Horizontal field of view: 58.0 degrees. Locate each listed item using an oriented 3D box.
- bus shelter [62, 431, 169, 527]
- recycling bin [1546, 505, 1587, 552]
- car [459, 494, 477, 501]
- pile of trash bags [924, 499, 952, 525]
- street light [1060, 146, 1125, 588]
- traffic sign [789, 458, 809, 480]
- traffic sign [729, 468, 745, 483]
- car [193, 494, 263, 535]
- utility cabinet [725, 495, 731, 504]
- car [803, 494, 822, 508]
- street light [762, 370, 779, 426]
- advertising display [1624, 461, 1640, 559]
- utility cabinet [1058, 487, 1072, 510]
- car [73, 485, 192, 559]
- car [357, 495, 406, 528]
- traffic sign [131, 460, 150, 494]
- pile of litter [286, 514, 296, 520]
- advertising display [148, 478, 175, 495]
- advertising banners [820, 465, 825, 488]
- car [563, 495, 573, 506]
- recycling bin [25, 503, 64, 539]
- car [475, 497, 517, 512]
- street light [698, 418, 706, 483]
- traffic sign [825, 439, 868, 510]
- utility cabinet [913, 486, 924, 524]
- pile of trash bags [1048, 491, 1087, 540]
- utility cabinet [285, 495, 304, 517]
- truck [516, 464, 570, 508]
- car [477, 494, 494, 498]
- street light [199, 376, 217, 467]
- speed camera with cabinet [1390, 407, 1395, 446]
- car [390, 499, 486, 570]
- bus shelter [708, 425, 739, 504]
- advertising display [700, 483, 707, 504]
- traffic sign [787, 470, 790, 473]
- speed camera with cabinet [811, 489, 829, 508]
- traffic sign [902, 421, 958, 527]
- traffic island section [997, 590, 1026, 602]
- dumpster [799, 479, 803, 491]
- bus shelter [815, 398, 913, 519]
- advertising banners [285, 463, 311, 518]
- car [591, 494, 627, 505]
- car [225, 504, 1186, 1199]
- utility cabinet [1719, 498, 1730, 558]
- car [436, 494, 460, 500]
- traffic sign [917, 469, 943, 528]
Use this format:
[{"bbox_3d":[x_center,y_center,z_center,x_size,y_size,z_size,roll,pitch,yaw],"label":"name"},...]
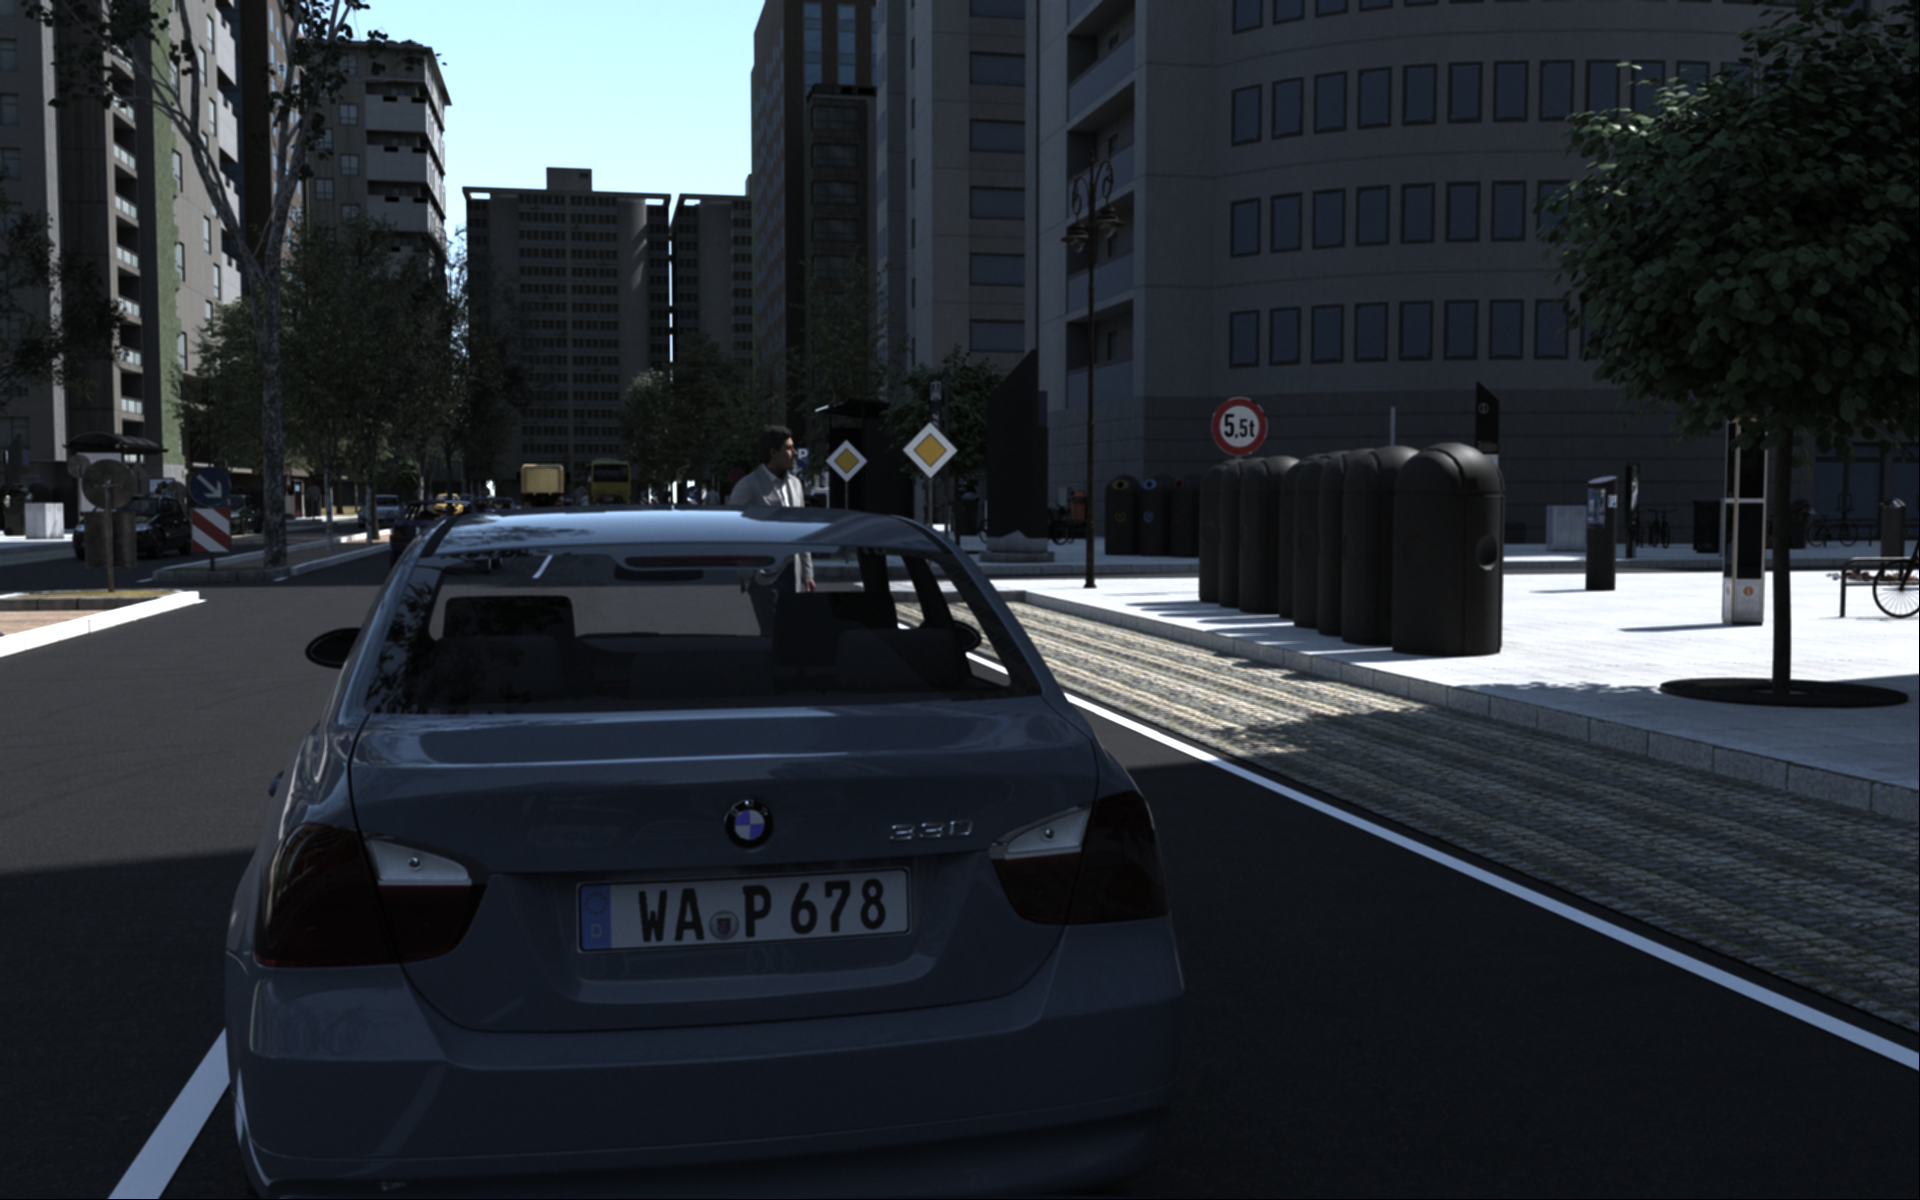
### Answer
[{"bbox_3d":[-28.484,-3.959,58.657,2.014,3.302,5.546,-1,4,-12],"label":"bus shelter"},{"bbox_3d":[13.531,-1.597,38.659,0.722,1.027,0.722,0,4,6],"label":"recycling bin"},{"bbox_3d":[-39.908,-7.855,140.229,2.131,1.459,4.920,-1,4,-13],"label":"car"},{"bbox_3d":[-0.647,-3.937,74.115,3.447,1.369,1.912,2,4,24],"label":"pile of trash bags"},{"bbox_3d":[1.778,-3.102,23.503,0.468,5.910,1.993,-1,4,-12],"label":"street light"},{"bbox_3d":[-5.798,-3.781,61.931,0.768,2.556,0.104,0,4,-8],"label":"traffic sign"},{"bbox_3d":[-10.727,-5.085,83.243,0.768,2.556,0.104,0,4,-4],"label":"traffic sign"},{"bbox_3d":[-25.888,-3.145,61.211,2.009,1.686,4.222,-1,4,-10],"label":"car"},{"bbox_3d":[-12.345,-4.975,92.502,0.306,1.237,1.020,-1,4,-15],"label":"utility cabinet"},{"bbox_3d":[-3.987,-1.838,39.840,2.009,1.686,4.222,-1,4,-11],"label":"car"},{"bbox_3d":[-7.072,-5.624,64.736,0.468,5.910,1.993,-1,4,-12],"label":"street light"},{"bbox_3d":[13.444,-1.801,34.660,0.123,1.923,0.974,2,4,30],"label":"advertising display"},{"bbox_3d":[3.221,-2.729,53.298,0.318,1.500,1.173,1,4,11],"label":"utility cabinet"},{"bbox_3d":[-18.732,-1.807,39.327,2.009,1.686,4.222,-1,4,-10],"label":"car"},{"bbox_3d":[-24.951,-3.843,74.839,2.014,1.417,4.499,-1,4,-14],"label":"car"},{"bbox_3d":[-30.910,-3.983,65.124,0.884,2.594,0.081,0,4,-7],"label":"traffic sign"},{"bbox_3d":[-33.645,-4.429,86.378,1.176,0.858,1.719,0,4,7],"label":"pile of litter"},{"bbox_3d":[-31.536,-3.869,68.469,0.974,1.923,0.123,-1,4,-14],"label":"advertising display"},{"bbox_3d":[-8.693,-6.431,101.329,2.074,3.025,0.090,1,4,14],"label":"advertising banners"},{"bbox_3d":[-39.938,-10.057,177.018,1.945,1.354,3.894,-1,4,-11],"label":"car"},{"bbox_3d":[-26.099,-2.252,49.372,0.722,1.027,0.722,1,4,16],"label":"recycling bin"},{"bbox_3d":[-14.763,-2.591,54.943,1.945,1.354,3.894,-1,4,-14],"label":"car"},{"bbox_3d":[-15.740,-8.108,105.357,0.468,5.910,1.993,-1,4,-12],"label":"street light"},{"bbox_3d":[-2.085,-1.724,31.829,0.795,2.450,0.064,-1,4,-12],"label":"traffic sign"},{"bbox_3d":[-1.307,-2.318,46.573,0.318,1.500,1.173,-2,4,-24],"label":"utility cabinet"},{"bbox_3d":[2.942,-2.454,49.881,1.912,1.369,3.447,-1,4,-16],"label":"pile of trash bags"},{"bbox_3d":[-37.018,-5.206,96.277,1.020,1.237,0.306,0,4,1],"label":"utility cabinet"},{"bbox_3d":[-26.772,-7.052,111.224,3.469,3.379,9.791,-1,4,-13],"label":"truck"},{"bbox_3d":[-44.659,-9.260,163.192,2.131,1.459,4.920,-1,4,-12],"label":"car"},{"bbox_3d":[-29.544,-5.834,68.168,0.468,5.910,1.993,-1,4,-12],"label":"street light"},{"bbox_3d":[10.493,-2.740,39.142,2.038,3.252,0.660,2,4,31],"label":"speed camera with cabinet"},{"bbox_3d":[-9.535,-1.206,32.304,1.945,1.354,3.894,-1,4,-10],"label":"car"},{"bbox_3d":[-13.177,-7.418,98.910,2.179,5.291,8.768,-1,4,-12],"label":"bus shelter"},{"bbox_3d":[-15.365,-6.020,103.643,0.123,1.923,0.974,1,4,10],"label":"advertising display"},{"bbox_3d":[-6.310,-3.696,60.538,0.768,2.556,0.104,0,4,-3],"label":"traffic sign"},{"bbox_3d":[-4.155,-3.940,58.758,2.038,3.252,0.660,3,4,39],"label":"speed camera with cabinet"},{"bbox_3d":[-0.418,-1.246,24.019,0.795,2.450,0.064,-1,4,-12],"label":"traffic sign"},{"bbox_3d":[-0.397,-0.111,24.101,2.009,0.180,2.903,-1,4,-12],"label":"traffic island section"},{"bbox_3d":[-6.943,-4.324,73.196,1.502,2.255,1.985,-1,4,-12],"label":"dumpster"},{"bbox_3d":[-2.543,-3.321,45.581,1.731,3.624,6.357,-1,4,-12],"label":"bus shelter"},{"bbox_3d":[-36.245,-6.036,94.879,2.074,3.025,0.090,2,4,28],"label":"advertising banners"},{"bbox_3d":[-19.353,-5.248,95.591,2.009,1.686,4.222,-1,4,-13],"label":"car"},{"bbox_3d":[-0.803,0.442,4.768,2.014,1.417,4.499,-1,4,-13],"label":"car"},{"bbox_3d":[15.778,-1.478,35.332,0.306,1.237,1.020,3,4,38],"label":"utility cabinet"},{"bbox_3d":[-32.630,-6.122,110.325,2.015,1.641,3.980,-1,4,-12],"label":"car"},{"bbox_3d":[-0.711,-2.651,43.342,0.884,2.594,0.081,0,4,-7],"label":"traffic sign"}]
